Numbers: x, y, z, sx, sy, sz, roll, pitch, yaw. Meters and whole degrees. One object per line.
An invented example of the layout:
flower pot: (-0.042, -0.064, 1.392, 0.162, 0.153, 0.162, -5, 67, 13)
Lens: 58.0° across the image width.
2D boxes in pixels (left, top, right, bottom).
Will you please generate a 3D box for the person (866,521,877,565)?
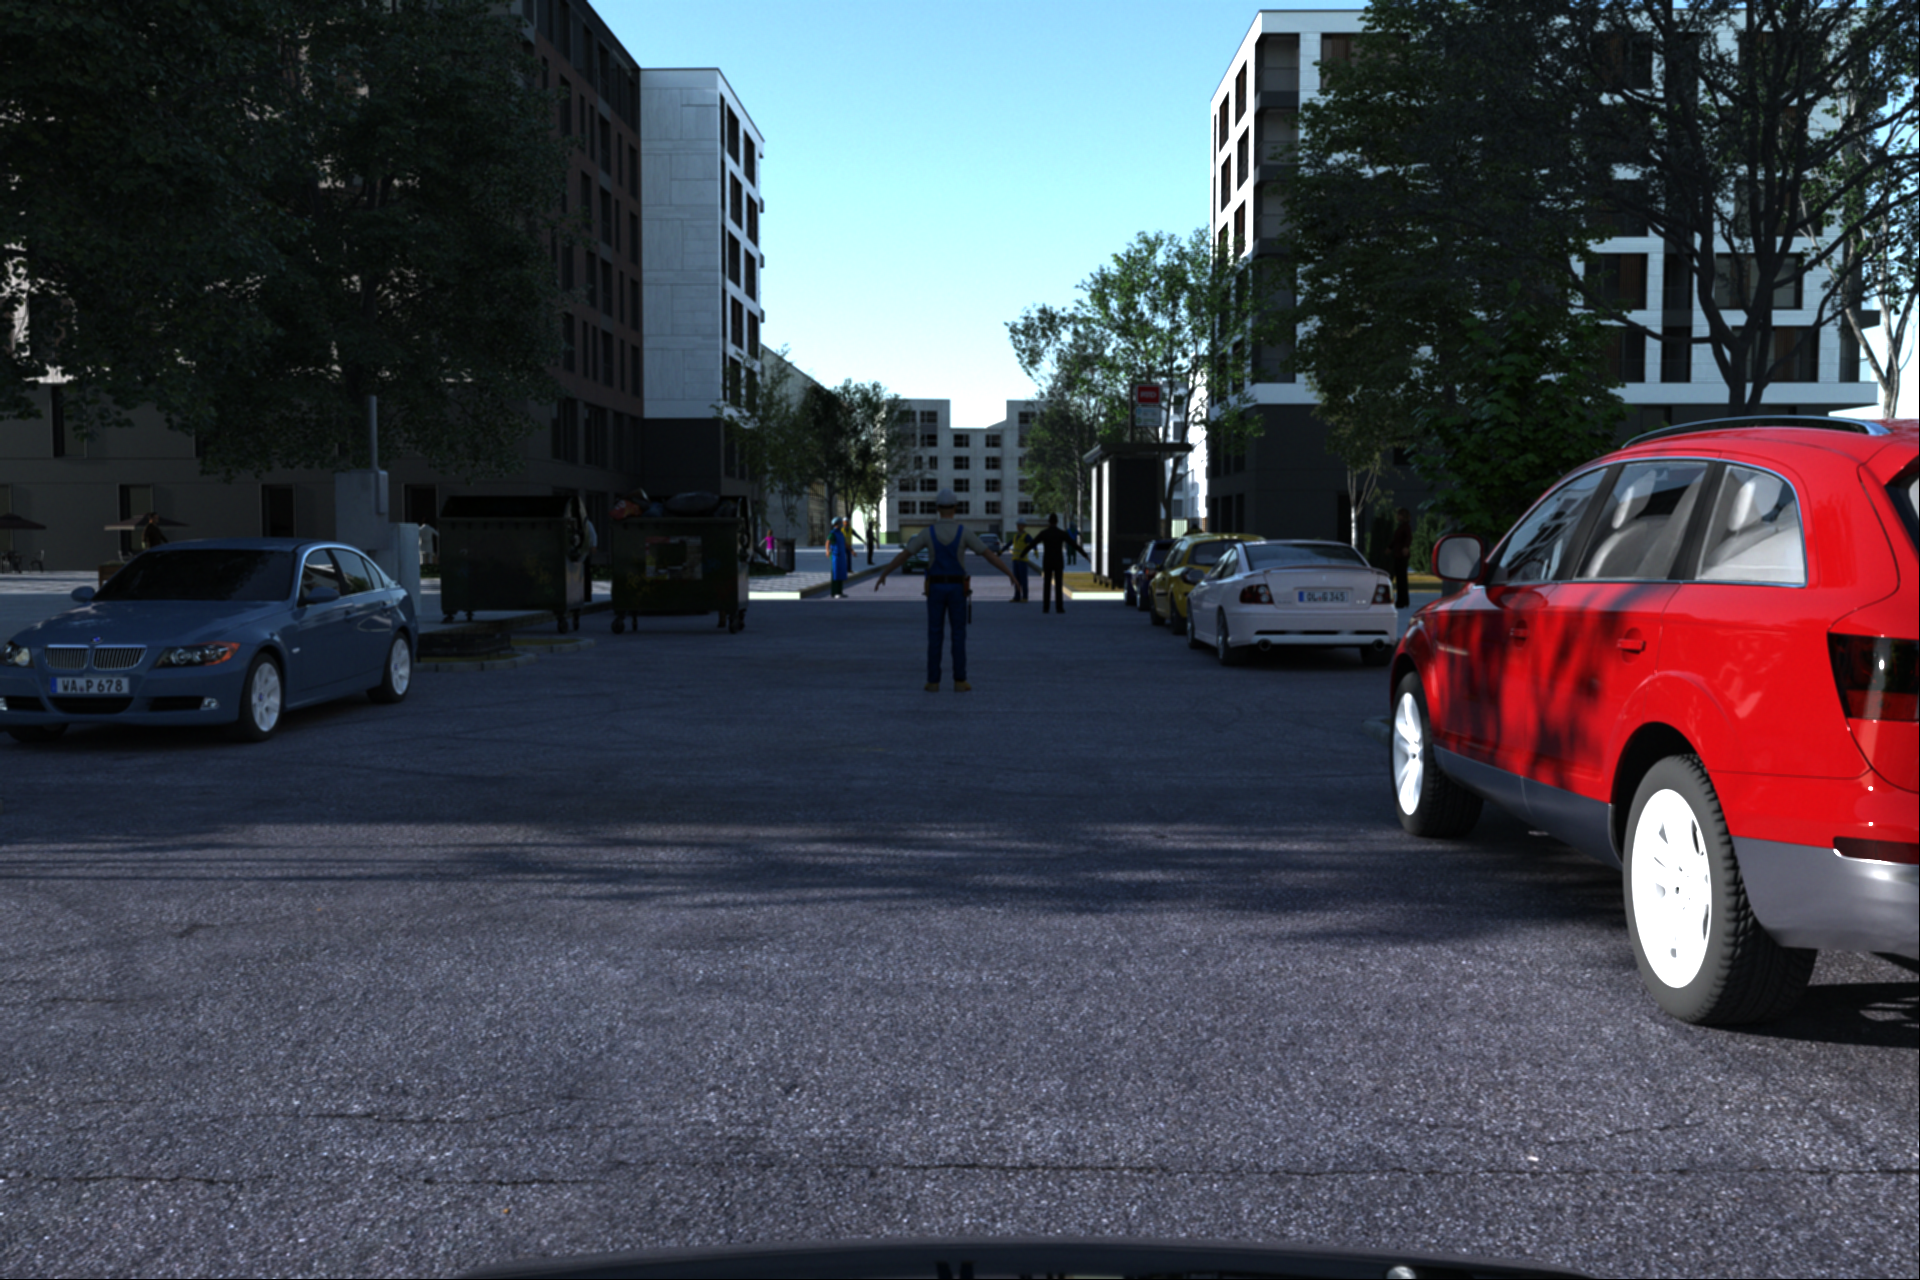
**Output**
person: (-3.715, -4.059, 72.493, 0.705, 1.813, 1.348, -1, 4, -16)

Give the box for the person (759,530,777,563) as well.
person: (-6.356, -3.008, 58.452, 0.991, 1.433, 0.599, 1, 4, 20)

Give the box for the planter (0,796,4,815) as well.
planter: (-5.893, 0.780, 8.388, 1.991, 0.319, 1.994, 0, 4, 0)

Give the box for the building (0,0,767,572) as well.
building: (-24.574, -14.105, 74.588, 27.936, 21.610, 32.646, 0, 4, 2)

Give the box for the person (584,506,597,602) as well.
person: (-7.125, -1.620, 32.650, 0.704, 1.810, 1.344, -3, 4, -38)

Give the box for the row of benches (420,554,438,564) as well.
row of benches: (-17.826, -2.570, 57.479, 4.104, 0.672, 1.422, -1, 4, -22)

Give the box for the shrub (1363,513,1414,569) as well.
shrub: (13.794, -3.156, 55.646, 1.661, 2.075, 1.752, 0, 3, 0)

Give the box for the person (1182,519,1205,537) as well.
person: (9.076, -3.738, 66.884, 1.354, 1.858, 0.705, 1, 4, 15)

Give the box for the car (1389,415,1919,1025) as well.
car: (3.109, 0.128, 6.586, 2.281, 1.827, 5.304, 0, 4, 1)

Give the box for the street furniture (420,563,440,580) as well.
street furniture: (-16.725, -2.134, 50.518, 10.072, 0.657, 5.734, 0, 4, 1)

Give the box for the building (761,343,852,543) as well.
building: (-22.808, -22.772, 203.244, 19.493, 23.208, 18.063, 0, 4, 2)

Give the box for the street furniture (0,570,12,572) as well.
street furniture: (-31.697, -2.599, 49.341, 11.010, 1.723, 9.812, 2, 4, 25)

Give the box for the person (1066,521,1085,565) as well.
person: (4.629, -4.026, 71.959, 1.347, 1.817, 0.704, -1, 4, -23)

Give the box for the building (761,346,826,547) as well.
building: (-24.216, -21.445, 181.555, 19.493, 23.208, 18.063, 0, 4, 1)

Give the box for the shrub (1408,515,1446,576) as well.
shrub: (14.576, -3.006, 53.562, 1.690, 2.028, 1.600, 0, 3, 0)

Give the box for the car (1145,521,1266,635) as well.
car: (3.851, -0.966, 26.013, 2.015, 1.641, 3.980, 0, 4, 0)

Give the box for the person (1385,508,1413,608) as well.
person: (7.580, -1.418, 29.991, 0.721, 1.729, 1.215, 0, 4, -1)

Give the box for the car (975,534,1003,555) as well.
car: (1.917, -6.446, 117.395, 2.014, 1.417, 4.499, 0, 4, 0)

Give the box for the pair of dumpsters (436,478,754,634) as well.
pair of dumpsters: (-5.279, -1.239, 25.213, 4.436, 2.255, 1.574, 0, 4, 1)

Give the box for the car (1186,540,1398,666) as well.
car: (3.769, -0.479, 20.191, 2.083, 1.381, 4.827, 0, 4, 1)

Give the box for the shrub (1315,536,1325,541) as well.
shrub: (11.752, -2.792, 56.761, 1.383, 1.207, 1.383, 0, 3, 0)

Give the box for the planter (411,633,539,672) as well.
planter: (-5.730, 0.133, 18.961, 1.991, 0.319, 1.994, 0, 4, 1)

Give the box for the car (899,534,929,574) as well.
car: (-1.168, -3.175, 63.709, 2.131, 1.459, 4.920, 0, 4, 1)

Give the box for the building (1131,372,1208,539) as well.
building: (24.861, -21.142, 202.097, 16.016, 20.090, 11.380, 0, 4, 1)

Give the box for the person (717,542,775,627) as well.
person: (-3.536, -1.097, 26.657, 1.348, 1.796, 0.705, -1, 4, -13)

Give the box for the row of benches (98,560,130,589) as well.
row of benches: (-18.423, -1.572, 41.159, 4.104, 0.672, 1.422, 0, 4, -2)

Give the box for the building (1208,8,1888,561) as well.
building: (25.780, -14.686, 84.087, 27.936, 21.610, 32.646, 0, 4, 1)

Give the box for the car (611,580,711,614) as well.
car: (-5.291, -1.365, 32.109, 2.009, 1.686, 4.222, 0, 4, 1)

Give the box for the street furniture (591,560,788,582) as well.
street furniture: (-8.111, -2.073, 49.523, 5.734, 0.657, 10.072, 0, 4, 8)

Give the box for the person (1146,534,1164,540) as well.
person: (7.956, -4.066, 72.660, 1.347, 1.806, 0.705, -1, 4, -12)

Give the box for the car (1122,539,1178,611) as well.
car: (4.163, -1.282, 33.535, 1.945, 1.354, 3.894, 0, 3, 0)

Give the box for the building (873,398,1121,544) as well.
building: (4.745, -22.355, 234.425, 31.486, 18.905, 16.747, -1, 4, -8)

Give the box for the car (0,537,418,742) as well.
car: (-5.624, -0.088, 13.445, 2.014, 1.417, 4.499, 0, 4, 1)

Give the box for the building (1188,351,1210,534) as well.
building: (28.896, -19.756, 179.429, 16.016, 20.090, 11.380, 0, 4, 1)
